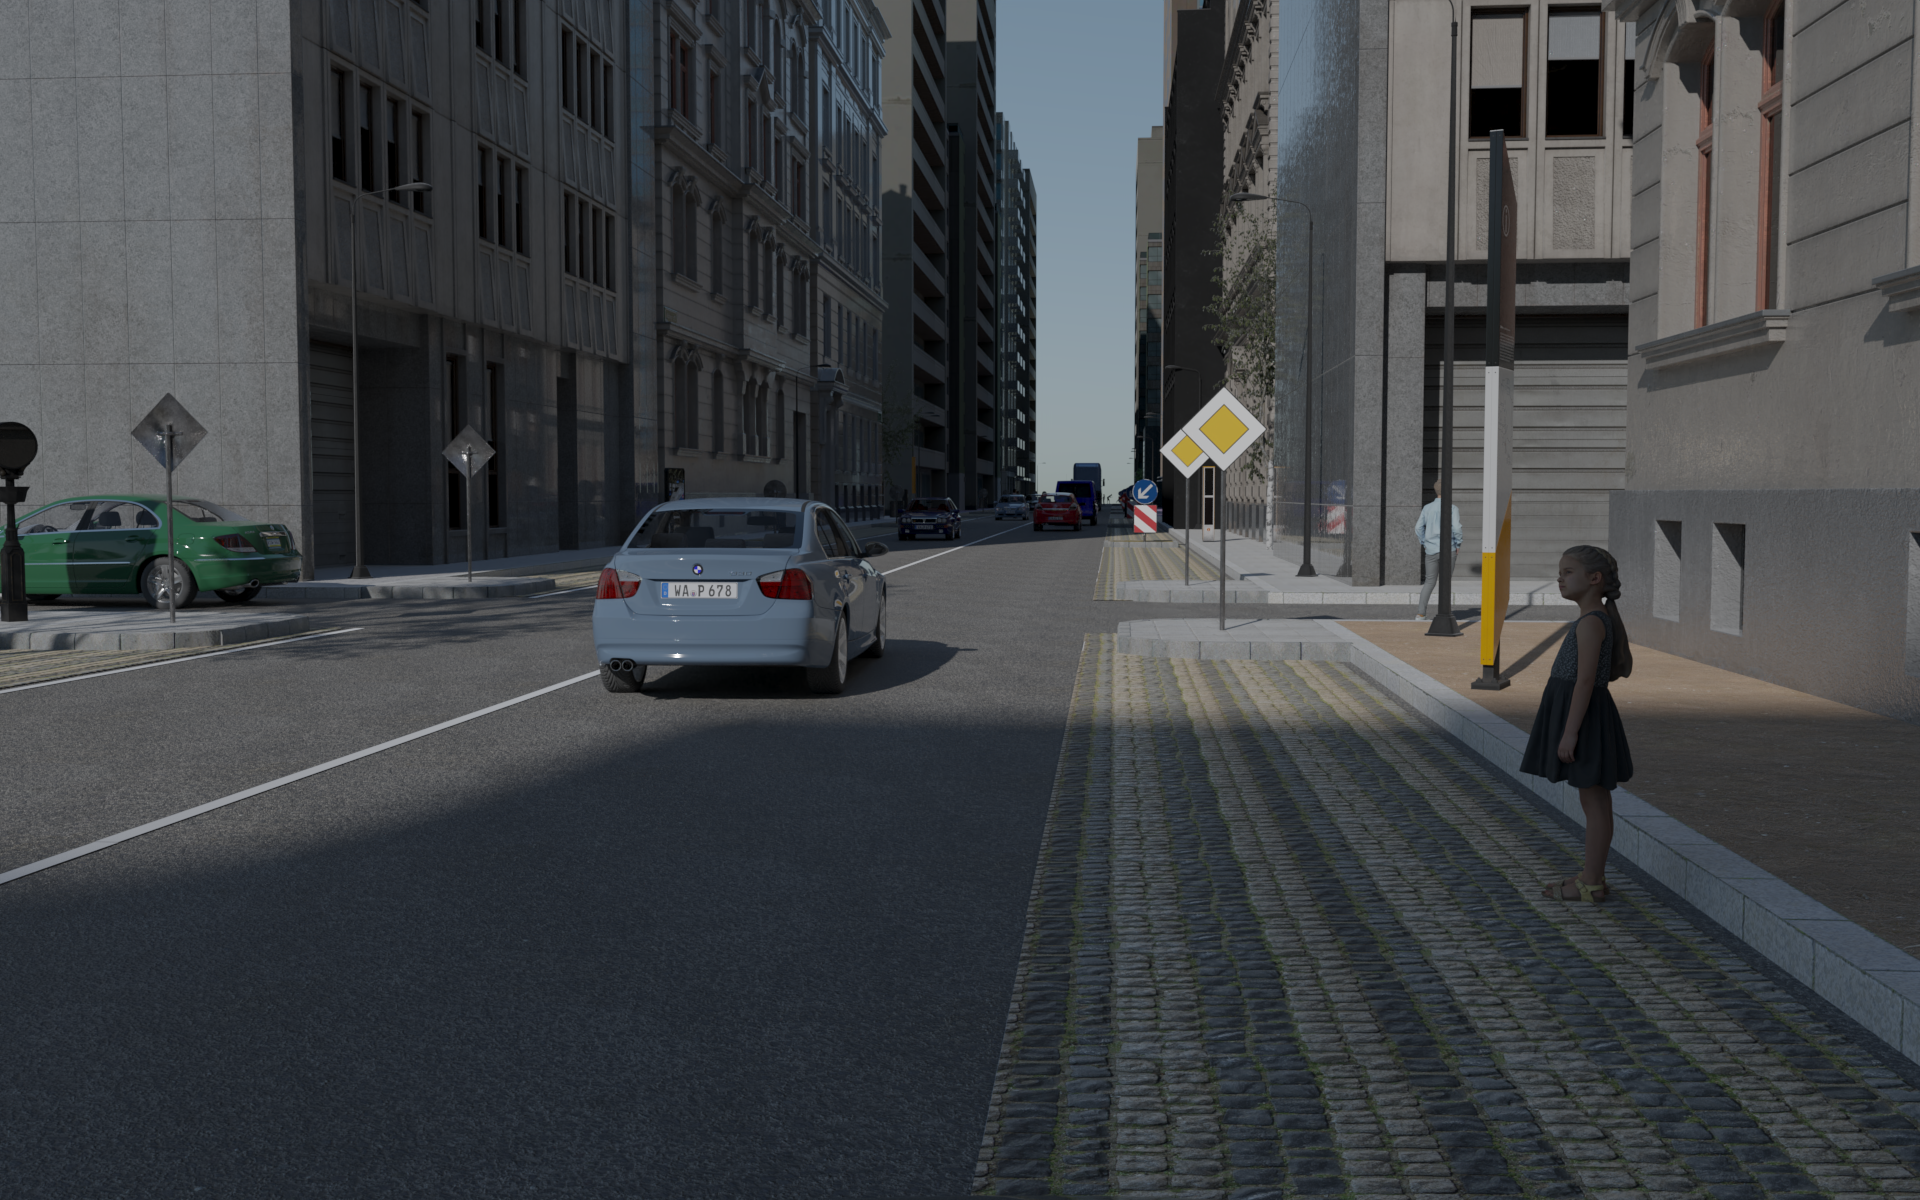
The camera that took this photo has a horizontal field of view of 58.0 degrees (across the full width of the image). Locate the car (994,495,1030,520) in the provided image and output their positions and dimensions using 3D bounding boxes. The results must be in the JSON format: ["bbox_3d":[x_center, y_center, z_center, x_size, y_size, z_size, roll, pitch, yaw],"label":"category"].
[{"bbox_3d":[2.891,-5.106,95.481,2.014,1.417,4.499,0,4,5],"label":"car"}]

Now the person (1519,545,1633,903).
[{"bbox_3d":[2.171,0.433,6.090,0.373,1.253,0.362,2,4,25],"label":"person"}]

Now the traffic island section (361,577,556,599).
[{"bbox_3d":[-7.150,-0.179,25.202,2.009,0.180,2.903,0,4,5],"label":"traffic island section"}]

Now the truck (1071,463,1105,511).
[{"bbox_3d":[10.319,-9.374,143.027,2.967,4.110,18.799,0,4,6],"label":"truck"}]

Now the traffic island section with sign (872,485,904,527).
[{"bbox_3d":[-2.722,-4.051,74.866,1.989,1.847,2.006,0,4,5],"label":"traffic island section with sign"}]

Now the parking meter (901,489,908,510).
[{"bbox_3d":[-2.923,-5.052,91.011,0.372,1.533,0.369,0,3,0],"label":"parking meter"}]

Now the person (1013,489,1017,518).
[{"bbox_3d":[3.301,-5.658,101.716,0.721,1.736,1.217,0,4,1],"label":"person"}]

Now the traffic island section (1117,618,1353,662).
[{"bbox_3d":[2.490,0.364,16.324,2.009,0.180,2.903,0,4,5],"label":"traffic island section"}]

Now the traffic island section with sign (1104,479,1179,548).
[{"bbox_3d":[4.901,-2.346,46.987,1.989,1.847,2.006,0,4,5],"label":"traffic island section with sign"}]

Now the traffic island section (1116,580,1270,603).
[{"bbox_3d":[3.200,-0.122,24.277,2.009,0.180,2.903,0,4,5],"label":"traffic island section"}]

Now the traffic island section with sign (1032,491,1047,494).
[{"bbox_3d":[9.027,-12.111,206.635,1.989,1.847,2.006,0,4,5],"label":"traffic island section with sign"}]

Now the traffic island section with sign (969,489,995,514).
[{"bbox_3d":[1.708,-7.090,124.550,1.989,1.847,2.006,0,4,5],"label":"traffic island section with sign"}]

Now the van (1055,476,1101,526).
[{"bbox_3d":[5.392,-4.639,80.239,2.240,2.365,5.245,0,4,6],"label":"van"}]

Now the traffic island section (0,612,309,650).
[{"bbox_3d":[-7.860,0.308,17.248,2.009,0.180,2.903,0,4,5],"label":"traffic island section"}]

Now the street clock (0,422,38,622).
[{"bbox_3d":[-9.532,-0.785,17.401,0.358,2.002,0.471,3,5,39],"label":"street clock"}]

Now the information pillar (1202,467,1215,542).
[{"bbox_3d":[6.636,-2.556,46.279,0.304,2.012,0.304,0,4,3],"label":"information pillar"}]

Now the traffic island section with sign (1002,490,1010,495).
[{"bbox_3d":[4.096,-8.732,151.400,1.989,1.847,2.006,0,4,5],"label":"traffic island section with sign"}]

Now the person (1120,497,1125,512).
[{"bbox_3d":[12.524,-7.579,132.373,0.705,1.831,1.348,0,4,-8],"label":"person"}]

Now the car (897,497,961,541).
[{"bbox_3d":[-0.943,-2.568,54.570,1.945,1.354,3.894,0,4,5],"label":"car"}]

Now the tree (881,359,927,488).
[{"bbox_3d":[-4.108,-8.714,92.842,4.360,8.622,3.978,0,3,0],"label":"tree"}]

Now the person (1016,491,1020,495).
[{"bbox_3d":[5.195,-8.861,154.063,1.217,1.739,0.721,-2,4,-29],"label":"person"}]

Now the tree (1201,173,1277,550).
[{"bbox_3d":[7.303,-5.459,39.610,4.360,8.622,3.978,0,3,0],"label":"tree"}]

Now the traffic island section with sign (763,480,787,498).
[{"bbox_3d":[-5.139,-2.393,47.756,1.989,1.847,2.006,0,4,5],"label":"traffic island section with sign"}]

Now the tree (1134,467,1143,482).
[{"bbox_3d":[19.874,-12.116,181.811,4.285,4.588,4.351,0,3,0],"label":"tree"}]

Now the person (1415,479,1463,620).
[{"bbox_3d":[5.270,-0.530,18.972,0.330,1.601,0.589,-2,4,-34],"label":"person"}]

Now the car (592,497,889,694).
[{"bbox_3d":[-1.620,-0.106,13.737,2.014,1.417,4.499,0,4,3],"label":"car"}]

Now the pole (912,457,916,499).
[{"bbox_3d":[-2.533,-6.198,95.186,0.158,3.312,0.155,0,3,0],"label":"pole"}]

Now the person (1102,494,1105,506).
[{"bbox_3d":[17.933,-12.536,216.681,0.599,1.433,0.991,-1,4,-18],"label":"person"}]

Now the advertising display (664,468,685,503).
[{"bbox_3d":[-7.019,-2.289,42.640,0.123,1.923,0.974,1,4,15],"label":"advertising display"}]

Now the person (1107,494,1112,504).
[{"bbox_3d":[21.850,-14.742,252.720,0.799,1.438,0.628,-1,4,-11],"label":"person"}]

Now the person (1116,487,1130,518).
[{"bbox_3d":[10.046,-5.841,103.936,1.348,1.831,0.705,0,4,-4],"label":"person"}]

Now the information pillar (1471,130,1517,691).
[{"bbox_3d":[3.559,-1.228,11.440,0.183,3.616,0.504,2,4,29],"label":"information pillar"}]

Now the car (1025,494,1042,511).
[{"bbox_3d":[5.734,-7.525,132.815,2.009,1.686,4.222,0,4,4],"label":"car"}]

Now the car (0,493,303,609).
[{"bbox_3d":[-11.121,-0.657,22.542,4.920,1.459,2.131,0,4,7],"label":"car"}]

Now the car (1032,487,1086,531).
[{"bbox_3d":[3.857,-3.609,68.053,2.155,1.783,4.494,0,4,6],"label":"car"}]
